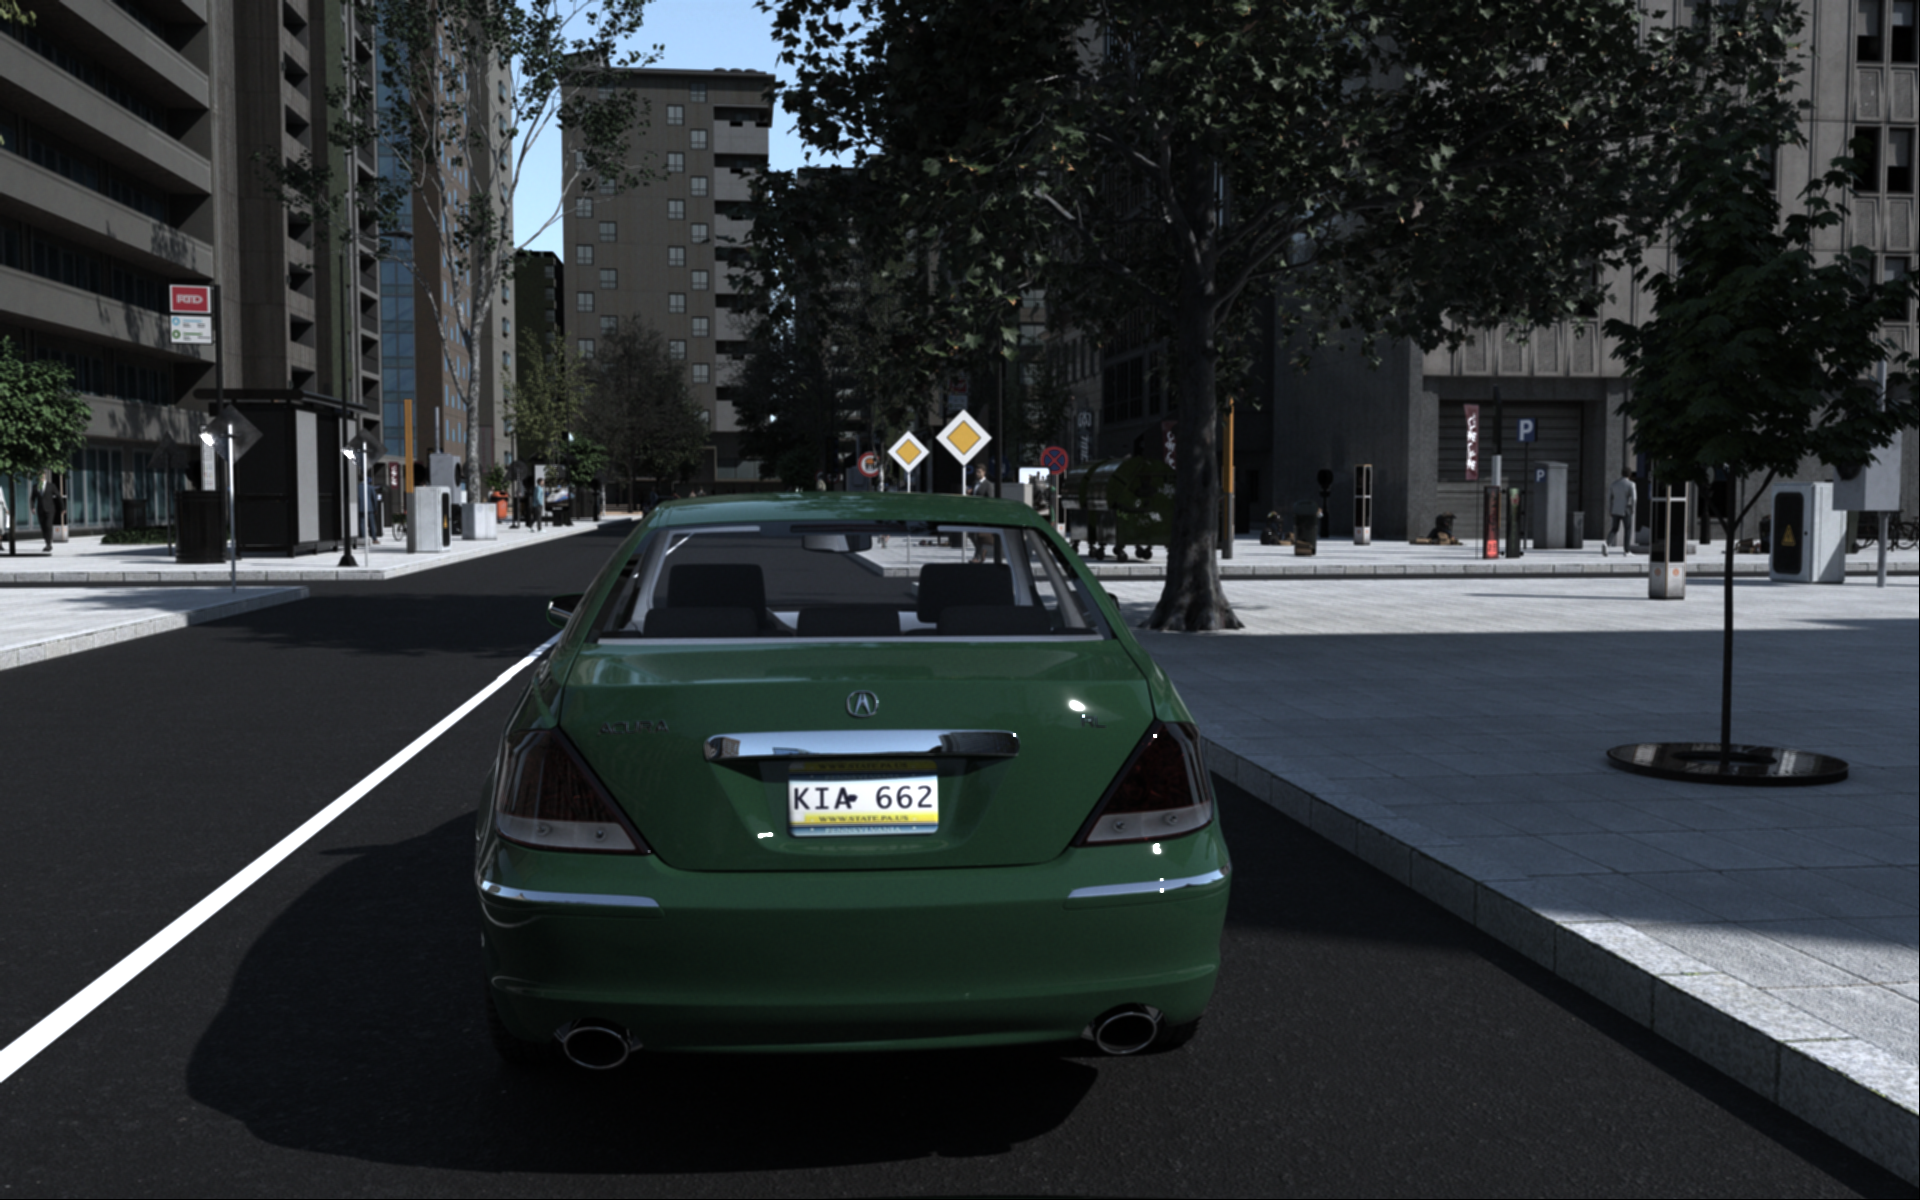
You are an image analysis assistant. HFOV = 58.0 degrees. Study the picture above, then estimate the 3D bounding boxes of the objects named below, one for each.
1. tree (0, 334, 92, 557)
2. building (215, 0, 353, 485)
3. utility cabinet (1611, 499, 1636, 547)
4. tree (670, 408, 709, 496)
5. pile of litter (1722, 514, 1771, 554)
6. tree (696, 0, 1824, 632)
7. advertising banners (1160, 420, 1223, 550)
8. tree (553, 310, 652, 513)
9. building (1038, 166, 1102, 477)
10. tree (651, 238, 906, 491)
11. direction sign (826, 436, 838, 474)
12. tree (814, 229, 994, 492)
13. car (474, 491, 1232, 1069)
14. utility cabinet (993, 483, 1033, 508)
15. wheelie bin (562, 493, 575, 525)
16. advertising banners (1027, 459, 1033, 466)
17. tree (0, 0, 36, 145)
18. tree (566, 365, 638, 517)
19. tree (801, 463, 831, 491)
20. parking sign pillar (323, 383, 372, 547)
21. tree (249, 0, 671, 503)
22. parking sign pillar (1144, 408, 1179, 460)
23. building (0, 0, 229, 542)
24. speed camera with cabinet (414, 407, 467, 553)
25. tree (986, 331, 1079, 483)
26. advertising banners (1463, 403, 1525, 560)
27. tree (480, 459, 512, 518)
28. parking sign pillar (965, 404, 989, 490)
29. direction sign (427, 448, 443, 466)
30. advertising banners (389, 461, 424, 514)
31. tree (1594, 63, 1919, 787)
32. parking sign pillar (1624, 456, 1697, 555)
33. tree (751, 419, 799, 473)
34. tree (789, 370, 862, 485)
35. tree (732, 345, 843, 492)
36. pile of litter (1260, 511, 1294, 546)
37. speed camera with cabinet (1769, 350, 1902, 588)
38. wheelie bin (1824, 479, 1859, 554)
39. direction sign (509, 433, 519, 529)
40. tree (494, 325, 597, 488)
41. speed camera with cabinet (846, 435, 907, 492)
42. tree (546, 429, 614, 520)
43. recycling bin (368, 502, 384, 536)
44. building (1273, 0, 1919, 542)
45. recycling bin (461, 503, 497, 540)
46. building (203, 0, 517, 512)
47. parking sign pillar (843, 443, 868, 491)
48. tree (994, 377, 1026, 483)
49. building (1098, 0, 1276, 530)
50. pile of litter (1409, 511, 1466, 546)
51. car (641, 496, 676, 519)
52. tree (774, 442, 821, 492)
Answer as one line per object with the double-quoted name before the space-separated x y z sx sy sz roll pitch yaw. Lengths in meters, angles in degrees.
"tree" -19.565 -3.175 35.618 4.285 4.588 4.351 0 3 0
"building" -39.259 -19.250 86.442 14.160 30.474 14.107 0 4 -7
"utility cabinet" 16.417 -1.899 42.202 1.020 1.237 0.306 0 4 -5
"tree" -29.888 -15.428 178.001 9.928 11.665 9.643 0 3 0
"pile of litter" 17.317 -1.435 37.428 1.719 0.858 1.176 1 4 9
"tree" 2.340 -6.073 16.299 9.611 12.733 9.660 0 3 0
"advertising banners" 5.486 -2.706 40.423 0.090 3.025 2.074 -3 5 -43
"tree" -22.135 -12.566 115.827 12.009 13.543 11.850 0 3 0
"building" 12.306 -18.250 95.648 12.463 27.353 25.104 0 4 -7
"tree" -6.263 -10.321 79.126 12.009 13.543 11.850 0 3 0
"direction sign" -5.024 -4.655 68.105 0.379 3.537 0.876 2 4 28
"tree" -1.837 -5.780 44.867 4.360 8.622 3.978 0 3 0
"car" -0.405 0.363 5.867 2.131 1.459 4.920 0 4 -5
"utility cabinet" 0.894 -1.578 34.474 1.173 1.500 0.318 3 4 38
"wheelie bin" -16.679 -3.970 72.819 0.980 1.594 0.693 -1 4 -13
"advertising banners" 3.960 -5.565 87.170 0.090 3.025 2.074 -2 4 -31
"tree" -9.877 -3.927 14.569 4.737 8.622 4.395 0 3 0
"tree" -20.081 -8.993 97.395 4.360 8.622 3.978 0 3 0
"tree" -8.352 -6.652 103.360 1.663 3.219 1.824 0 3 0
"parking sign pillar" -15.407 -3.330 42.919 1.447 3.967 1.447 -1 4 -11
"tree" -14.918 -12.068 53.202 12.611 20.169 13.585 0 3 0
"parking sign pillar" 5.973 -3.792 50.469 1.447 3.967 1.447 0 4 -3
"building" -36.128 -26.098 50.410 21.300 48.544 21.600 0 4 -7
"speed camera with cabinet" -11.649 -2.713 38.687 0.660 3.252 2.038 0 4 -3
"tree" 3.485 -7.776 77.507 4.737 8.622 4.395 0 3 0
"advertising banners" 10.499 -2.319 34.103 2.074 3.025 0.090 -3 4 -39
"tree" -25.147 -6.116 94.596 1.663 3.219 1.824 0 3 0
"parking sign pillar" 0.454 -3.835 51.181 1.447 3.967 1.447 1 4 18
"direction sign" -25.825 -5.707 85.312 0.876 3.537 0.379 1 4 16
"advertising banners" -30.200 -6.031 94.802 2.074 3.025 0.090 -2 4 -32
"tree" 3.503 -0.812 7.880 1.663 3.219 1.824 0 3 0
"parking sign pillar" 15.094 -2.982 37.224 1.447 3.967 1.447 -1 4 -11
"tree" -18.075 -14.960 179.003 8.767 10.594 7.601 1 4 13
"tree" -7.758 -9.032 98.040 4.737 8.622 4.395 0 3 0
"tree" -13.552 -14.035 136.124 9.857 13.997 8.962 0 3 0
"pile of litter" 8.224 -1.828 43.848 1.176 0.858 1.719 3 5 43
"speed camera with cabinet" 12.358 -1.846 24.511 0.660 3.252 2.038 -1 4 -9
"wheelie bin" 18.942 -1.795 37.261 0.693 1.594 0.980 -3 5 -40
"direction sign" -16.649 -4.435 64.509 0.379 3.537 0.876 -1 4 -17
"tree" -17.787 -7.606 74.727 4.737 8.622 4.395 0 3 0
"speed camera with cabinet" -2.774 -3.897 58.057 2.038 3.252 0.660 -1 4 -13
"tree" -19.078 -6.306 86.823 4.285 4.588 4.351 0 3 0
"recycling bin" -18.336 -2.509 53.582 0.722 1.027 0.722 3 4 39
"building" 21.186 -14.383 53.190 19.932 24.808 12.078 0 4 -7
"recycling bin" -13.425 -2.190 48.353 0.722 1.027 0.722 3 5 44
"building" -51.443 -32.343 152.513 21.600 48.544 21.300 0 4 -7
"parking sign pillar" -5.433 -6.223 90.211 1.447 3.967 1.447 -1 4 -11
"tree" 1.156 -8.358 87.014 4.360 8.622 3.978 0 3 0
"building" 14.903 -16.969 70.943 14.314 27.812 24.014 0 4 -7
"pile of litter" 12.080 -1.825 43.804 1.176 0.858 1.719 -1 4 -10
"car" -14.726 -4.467 85.616 1.945 1.354 3.894 0 4 -5
"tree" -10.101 -7.694 109.506 4.285 4.588 4.351 0 3 0
